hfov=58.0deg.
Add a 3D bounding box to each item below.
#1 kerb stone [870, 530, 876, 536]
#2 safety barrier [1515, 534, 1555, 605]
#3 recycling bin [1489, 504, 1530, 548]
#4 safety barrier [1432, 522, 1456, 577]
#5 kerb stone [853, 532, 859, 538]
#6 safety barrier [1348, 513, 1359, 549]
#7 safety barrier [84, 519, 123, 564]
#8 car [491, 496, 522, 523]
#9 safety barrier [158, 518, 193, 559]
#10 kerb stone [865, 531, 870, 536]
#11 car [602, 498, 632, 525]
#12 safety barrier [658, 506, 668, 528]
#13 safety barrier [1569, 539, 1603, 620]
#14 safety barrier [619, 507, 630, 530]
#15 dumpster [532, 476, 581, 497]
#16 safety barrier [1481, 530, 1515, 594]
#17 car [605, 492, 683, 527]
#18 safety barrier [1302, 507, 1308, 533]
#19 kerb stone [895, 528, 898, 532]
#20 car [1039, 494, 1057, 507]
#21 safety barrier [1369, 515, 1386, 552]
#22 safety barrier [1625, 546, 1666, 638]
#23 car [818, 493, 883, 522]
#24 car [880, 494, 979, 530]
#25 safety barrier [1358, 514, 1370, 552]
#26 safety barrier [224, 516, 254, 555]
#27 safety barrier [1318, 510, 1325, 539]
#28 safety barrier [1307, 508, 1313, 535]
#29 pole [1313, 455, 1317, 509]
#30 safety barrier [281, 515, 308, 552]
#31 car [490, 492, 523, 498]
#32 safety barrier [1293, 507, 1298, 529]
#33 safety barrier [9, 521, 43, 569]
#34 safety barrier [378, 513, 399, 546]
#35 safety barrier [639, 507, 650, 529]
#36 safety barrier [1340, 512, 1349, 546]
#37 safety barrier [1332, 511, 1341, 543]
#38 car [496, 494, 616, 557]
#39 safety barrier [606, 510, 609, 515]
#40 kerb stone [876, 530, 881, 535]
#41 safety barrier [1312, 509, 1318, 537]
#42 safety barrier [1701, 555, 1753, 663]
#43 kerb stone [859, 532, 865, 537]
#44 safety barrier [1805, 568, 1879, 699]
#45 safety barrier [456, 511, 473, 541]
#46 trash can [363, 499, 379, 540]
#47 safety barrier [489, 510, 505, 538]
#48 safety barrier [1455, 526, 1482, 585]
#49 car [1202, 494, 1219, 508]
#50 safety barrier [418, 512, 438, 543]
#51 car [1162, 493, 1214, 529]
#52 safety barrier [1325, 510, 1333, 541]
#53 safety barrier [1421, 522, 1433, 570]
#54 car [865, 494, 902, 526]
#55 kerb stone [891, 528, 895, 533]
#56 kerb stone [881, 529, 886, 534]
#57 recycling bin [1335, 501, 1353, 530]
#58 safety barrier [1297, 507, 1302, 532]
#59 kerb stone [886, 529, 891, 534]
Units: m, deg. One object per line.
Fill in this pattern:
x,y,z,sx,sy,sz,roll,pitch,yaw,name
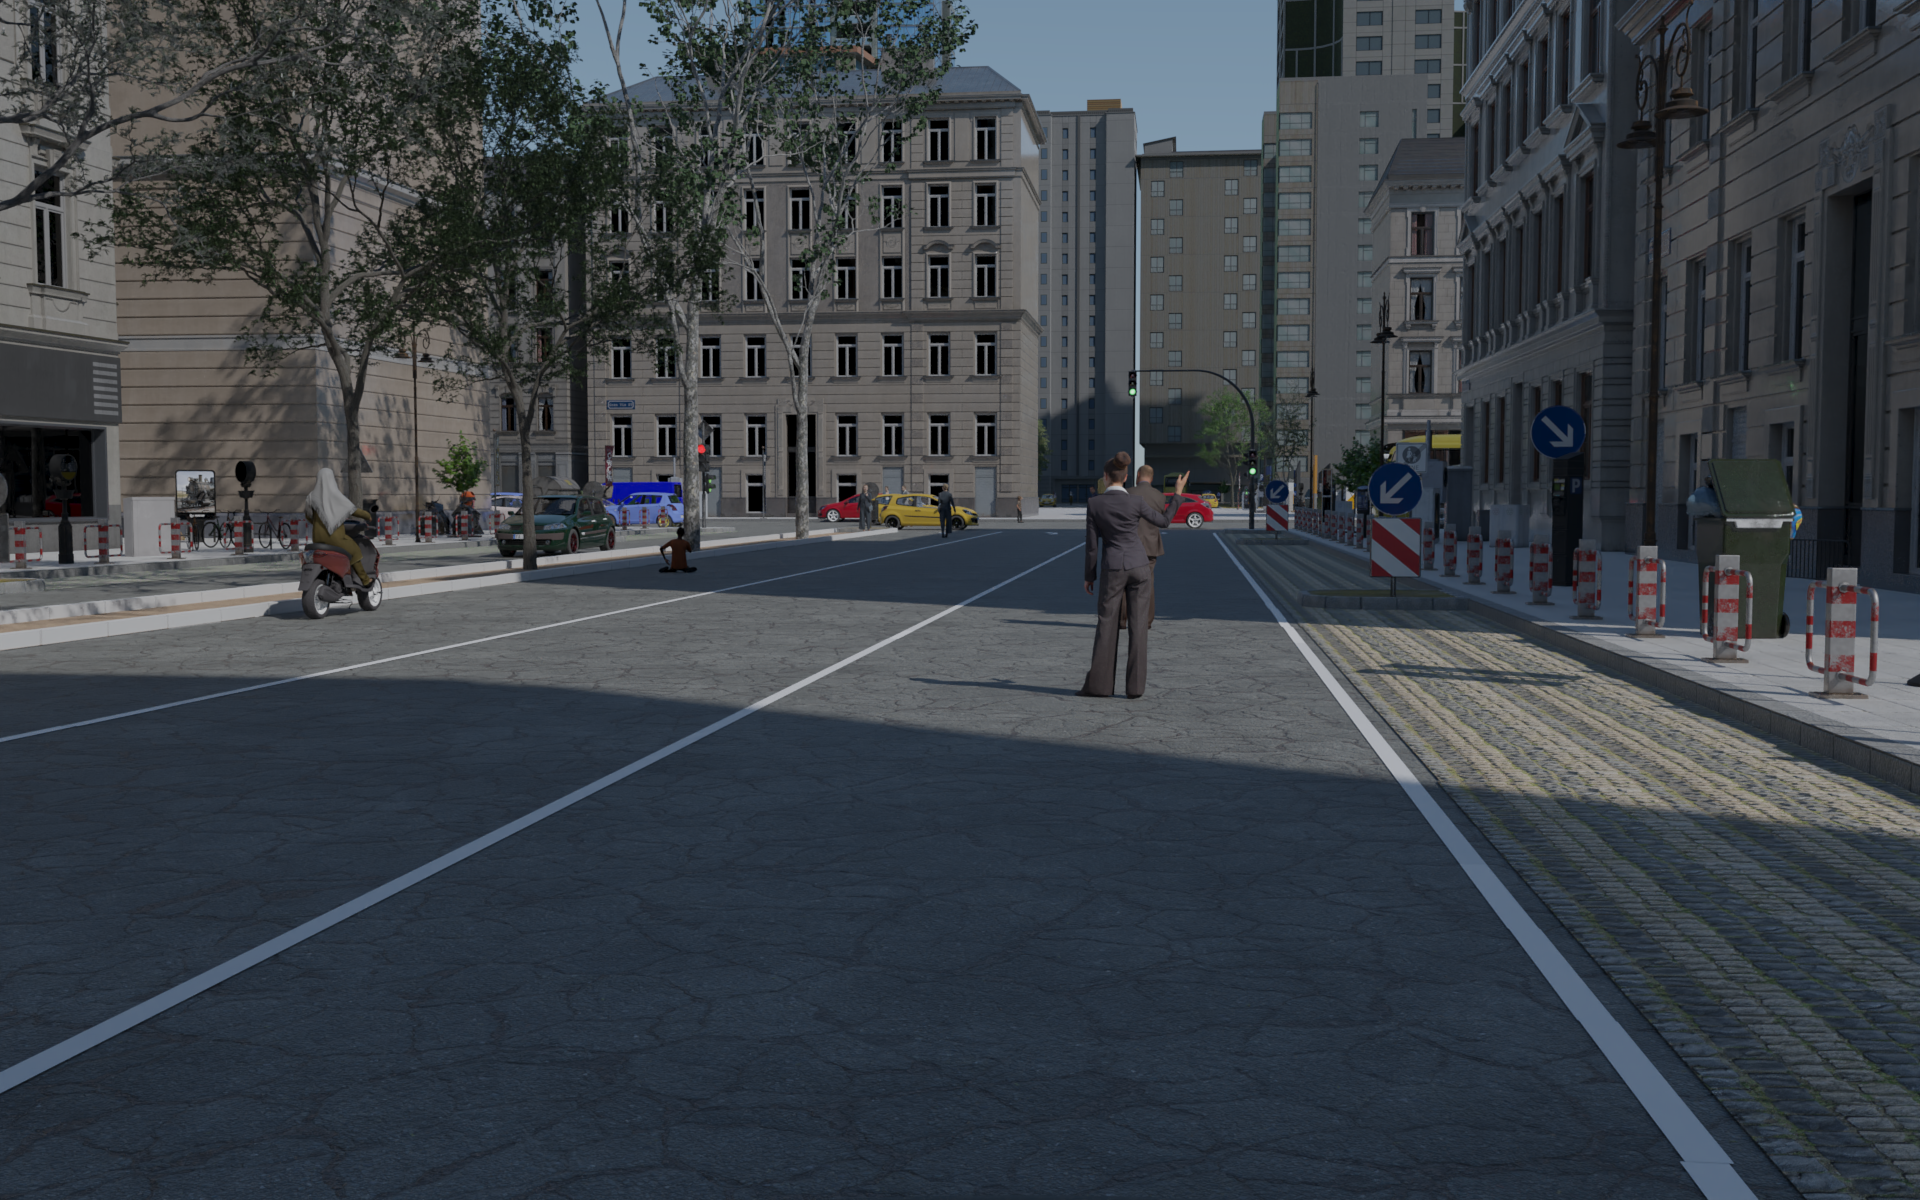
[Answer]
-3.140,-2.293,59.687,0.120,0.150,1.000,0,4,7,kerb stone
6.716,-0.352,20.032,0.300,0.817,1.120,0,4,7,safety barrier
13.225,-1.781,41.681,0.722,1.027,0.722,3,5,41,recycling bin
7.604,-0.770,26.872,0.300,0.817,1.120,0,4,7,safety barrier
-3.537,-2.102,56.624,0.120,0.150,1.000,0,4,7,kerb stone
9.366,-1.608,40.561,0.300,0.817,1.120,0,4,7,safety barrier
-15.735,-1.073,31.822,0.300,0.817,1.120,0,4,7,safety barrier
-17.694,-3.519,69.890,4.827,1.381,2.083,1,4,9,car
-15.439,-1.212,34.098,0.300,0.817,1.120,0,4,7,safety barrier
-3.281,-2.230,58.664,0.120,0.150,1.000,0,4,7,kerb stone
-16.915,-4.113,79.615,4.827,1.381,2.083,0,4,8,car
-11.321,-3.166,66.047,0.300,0.817,1.120,0,4,7,safety barrier
6.425,-0.213,17.753,0.300,0.817,1.120,0,4,7,safety barrier
-11.908,-2.888,61.487,0.300,0.817,1.120,0,4,7,safety barrier
-13.457,-3.154,57.322,1.264,1.857,1.865,0,4,7,dumpster
7.011,-0.492,22.317,0.300,0.817,1.120,0,4,7,safety barrier
-13.177,-3.782,71.424,3.694,1.707,1.945,1,4,9,car
11.423,-2.583,56.499,0.300,0.817,1.120,0,4,7,safety barrier
-2.478,-2.605,64.779,0.120,0.150,1.000,0,4,7,kerb stone
9.807,-11.191,193.189,2.015,1.641,3.980,0,4,7,car
8.777,-1.329,36.008,0.300,0.817,1.120,0,4,7,safety barrier
6.129,-0.073,15.468,0.300,0.817,1.120,0,4,7,safety barrier
-5.014,-4.828,87.977,4.494,1.783,2.155,0,4,6,car
-1.220,-3.627,69.519,3.980,1.641,2.015,0,4,7,car
9.071,-1.468,38.284,0.300,0.817,1.120,0,4,7,safety barrier
-15.146,-1.352,36.378,0.300,0.817,1.120,0,4,7,safety barrier
10.541,-2.165,49.667,0.300,0.817,1.120,0,4,7,safety barrier
11.131,-2.443,54.220,0.300,0.817,1.120,0,4,7,safety barrier
18.640,-5.940,90.954,0.158,3.312,0.155,0,3,0,pole
-14.852,-1.491,38.659,0.300,0.817,1.120,0,4,7,safety barrier
-21.612,-4.339,80.530,3.694,1.707,1.945,0,4,6,car
12.004,-2.861,61.053,0.300,0.817,1.120,0,4,7,safety barrier
-16.029,-0.934,29.545,0.300,0.817,1.120,0,4,7,safety barrier
-14.265,-1.771,43.236,0.300,0.817,1.120,0,4,7,safety barrier
-11.616,-3.027,63.766,0.300,0.817,1.120,0,4,7,safety barrier
9.660,-1.747,42.837,0.300,0.817,1.120,0,4,7,safety barrier
9.952,-1.886,45.114,0.300,0.817,1.120,0,4,7,safety barrier
-9.464,-1.893,40.739,2.009,1.686,4.222,0,4,8,car
-12.202,-2.748,59.211,0.300,0.817,1.120,0,4,7,safety barrier
-3.009,-2.349,60.704,0.120,0.150,1.000,0,4,7,kerb stone
10.833,-2.304,51.944,0.300,0.817,1.120,0,4,7,safety barrier
5.836,0.066,13.192,0.300,0.817,1.120,0,4,7,safety barrier
-3.404,-2.166,57.646,0.120,0.150,1.000,0,4,7,kerb stone
5.541,0.206,10.902,0.300,0.817,1.120,0,4,7,safety barrier
-13.673,-2.051,47.804,0.300,0.817,1.120,0,4,7,safety barrier
-16.783,-2.276,48.873,0.748,1.137,0.748,0,3,0,trash can
-13.381,-2.191,50.096,0.300,0.817,1.120,0,4,7,safety barrier
7.308,-0.631,24.593,0.300,0.817,1.120,0,4,7,safety barrier
22.627,-9.026,157.802,2.015,1.641,3.980,0,4,8,car
-13.971,-1.911,45.513,0.300,0.817,1.120,0,4,7,safety barrier
8.359,-3.883,72.519,4.494,1.783,2.155,0,4,6,car
10.249,-2.025,47.391,0.300,0.817,1.120,0,4,7,safety barrier
7.894,-0.910,29.160,0.300,0.817,1.120,0,4,7,safety barrier
-2.528,-4.200,78.892,3.980,1.641,2.015,1,4,9,car
-2.612,-2.540,63.760,0.120,0.150,1.000,0,4,7,kerb stone
-2.888,-2.418,61.722,0.120,0.150,1.000,0,4,7,kerb stone
13.764,-3.079,62.901,0.722,1.027,0.722,-1,4,-19,recycling bin
11.716,-2.722,58.776,0.300,0.817,1.120,0,4,7,safety barrier
-2.746,-2.479,62.737,0.120,0.150,1.000,0,4,7,kerb stone
